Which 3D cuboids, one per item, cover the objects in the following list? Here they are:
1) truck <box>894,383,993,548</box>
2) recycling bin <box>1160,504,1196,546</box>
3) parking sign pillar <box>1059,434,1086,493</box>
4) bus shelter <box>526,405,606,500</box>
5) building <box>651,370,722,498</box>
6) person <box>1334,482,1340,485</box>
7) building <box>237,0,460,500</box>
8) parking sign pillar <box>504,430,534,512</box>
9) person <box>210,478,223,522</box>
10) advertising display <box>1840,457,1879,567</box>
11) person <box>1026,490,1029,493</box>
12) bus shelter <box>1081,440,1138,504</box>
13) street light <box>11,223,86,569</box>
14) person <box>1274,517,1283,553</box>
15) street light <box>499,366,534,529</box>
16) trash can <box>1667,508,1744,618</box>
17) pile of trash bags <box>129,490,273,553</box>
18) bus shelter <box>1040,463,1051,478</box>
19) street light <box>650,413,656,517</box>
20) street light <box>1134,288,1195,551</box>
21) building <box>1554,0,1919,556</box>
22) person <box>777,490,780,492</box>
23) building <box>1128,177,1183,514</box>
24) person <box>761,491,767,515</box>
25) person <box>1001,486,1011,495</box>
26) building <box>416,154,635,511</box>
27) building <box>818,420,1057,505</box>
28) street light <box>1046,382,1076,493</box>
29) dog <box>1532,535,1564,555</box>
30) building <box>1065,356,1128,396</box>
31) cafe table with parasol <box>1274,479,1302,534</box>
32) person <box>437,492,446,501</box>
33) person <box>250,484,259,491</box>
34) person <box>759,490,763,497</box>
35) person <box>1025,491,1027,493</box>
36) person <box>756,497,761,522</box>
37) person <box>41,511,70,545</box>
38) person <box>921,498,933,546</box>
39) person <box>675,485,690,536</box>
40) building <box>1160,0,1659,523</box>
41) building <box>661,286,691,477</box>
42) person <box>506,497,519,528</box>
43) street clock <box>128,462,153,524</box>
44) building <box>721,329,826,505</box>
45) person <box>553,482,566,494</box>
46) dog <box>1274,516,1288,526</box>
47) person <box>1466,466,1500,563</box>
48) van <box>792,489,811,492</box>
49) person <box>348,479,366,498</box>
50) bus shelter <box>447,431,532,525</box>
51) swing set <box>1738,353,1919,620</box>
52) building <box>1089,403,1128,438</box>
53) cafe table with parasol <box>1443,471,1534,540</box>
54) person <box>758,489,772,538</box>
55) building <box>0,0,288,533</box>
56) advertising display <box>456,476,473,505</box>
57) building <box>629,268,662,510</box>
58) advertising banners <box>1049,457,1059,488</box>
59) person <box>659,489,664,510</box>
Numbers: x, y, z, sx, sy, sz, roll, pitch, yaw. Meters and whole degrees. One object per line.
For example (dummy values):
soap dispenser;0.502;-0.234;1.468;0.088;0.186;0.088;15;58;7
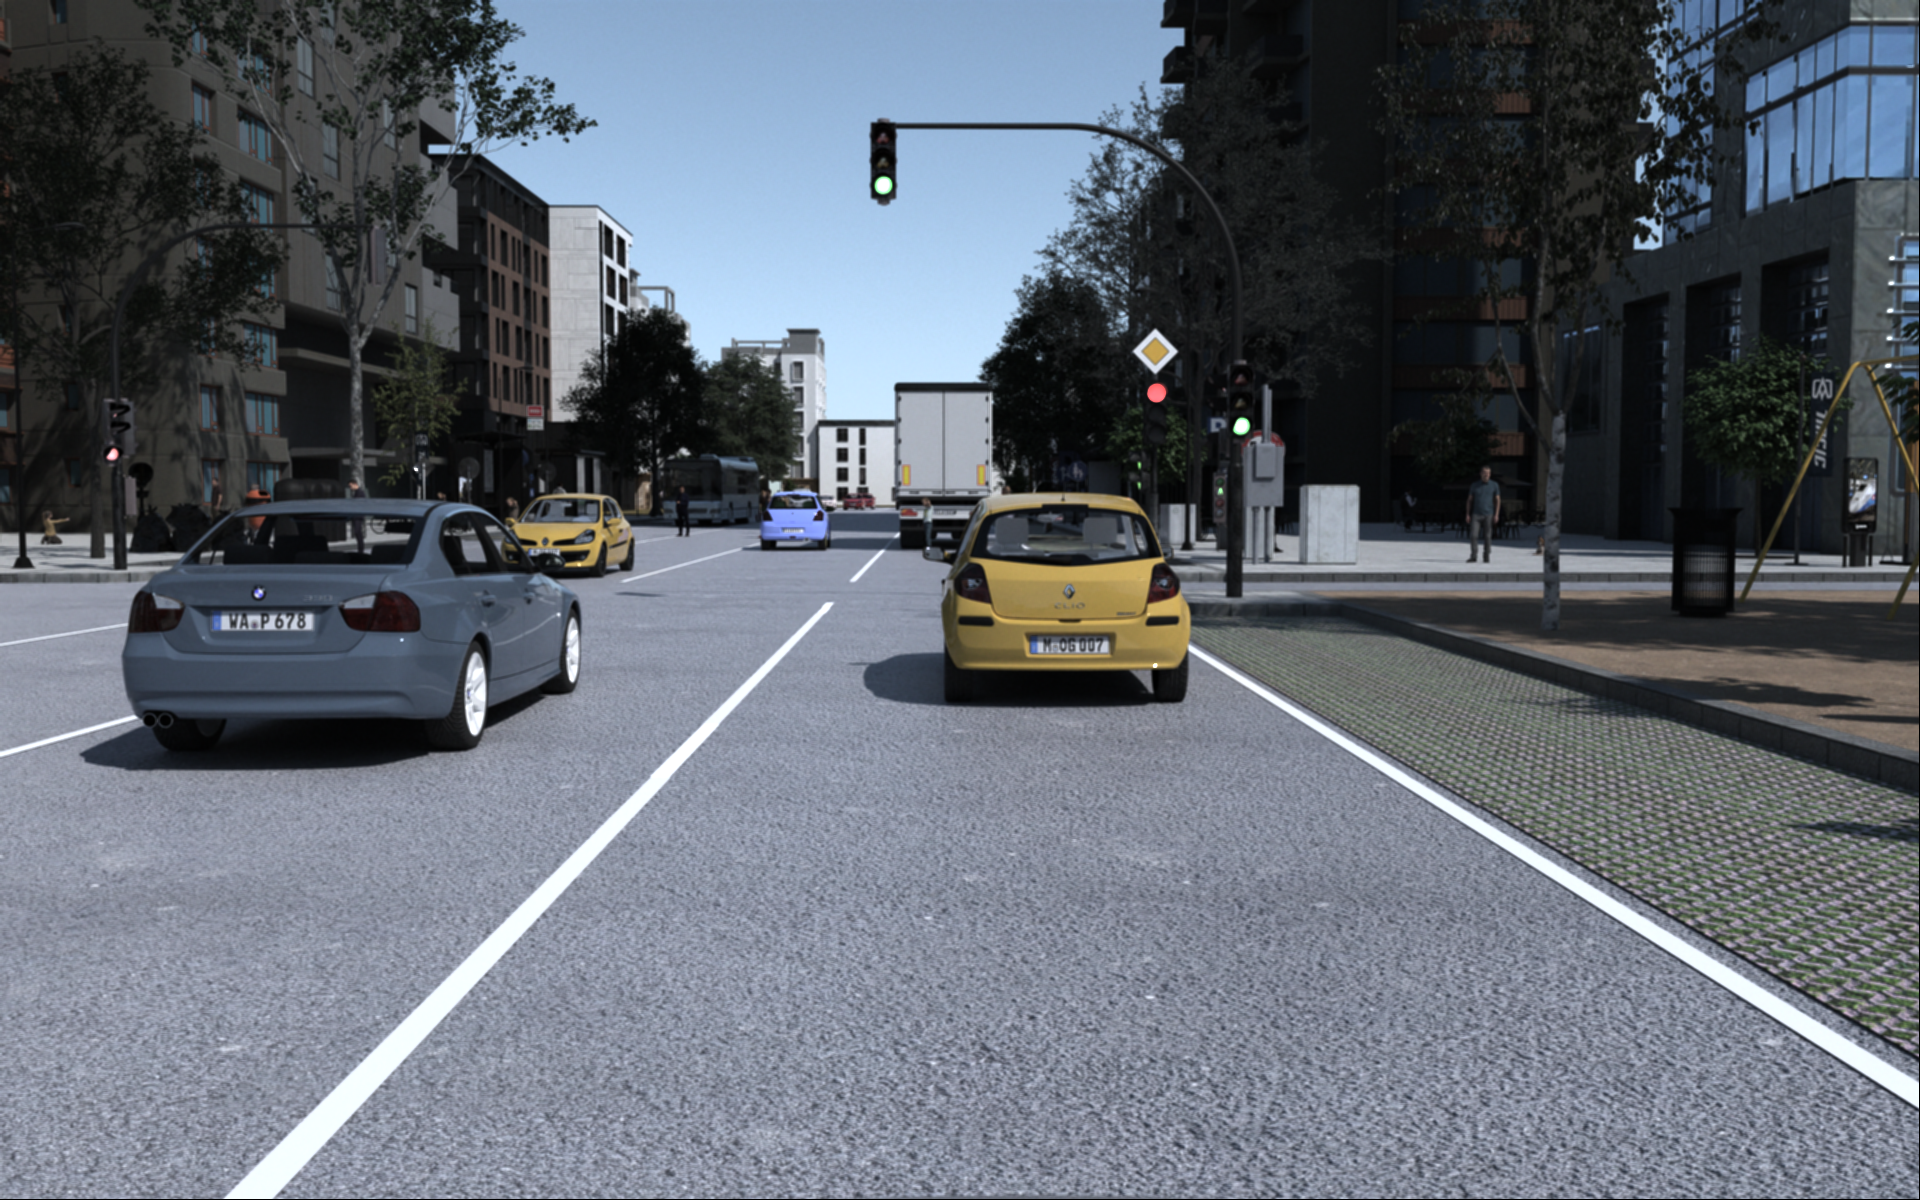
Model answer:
truck;-0.440;-3.685;49.171;2.839;4.237;11.283;0;4;0
recycling bin;5.446;-1.883;43.339;0.722;1.027;0.722;-1;4;-12
parking sign pillar;5.047;-5.466;77.840;1.447;3.967;1.447;-3;5;-44
bus shelter;-18.426;-6.301;80.653;2.179;5.291;8.768;0;4;-1
building;-43.342;-20.687;204.697;31.486;18.905;16.747;0;4;-1
person;14.574;-3.686;67.027;0.841;1.734;0.376;2;4;34
building;-39.243;-29.894;78.006;28.713;52.752;27.495;0;4;-1
parking sign pillar;-18.653;-5.175;73.078;1.447;3.967;1.447;1;4;15
person;-23.949;-3.028;55.683;0.434;1.807;0.598;-2;4;-32
advertising display;15.832;-1.546;30.497;0.974;1.923;0.123;-2;4;-34
person;5.944;-9.017;153.337;0.709;1.838;0.599;1;4;16
bus shelter;5.948;-4.524;67.888;2.014;3.302;5.546;0;4;-1
street light;-15.663;-3.501;29.784;1.470;5.913;1.316;0;4;-1
person;6.742;-1.805;37.760;0.499;1.552;0.429;-2;4;-35
street light;-16.159;-5.532;62.986;1.470;5.913;1.316;0;4;-1
trash can;7.781;-0.395;18.119;0.748;1.137;0.748;0;3;0
pile of trash bags;-16.950;-1.806;39.286;1.912;1.369;3.447;1;4;20
bus shelter;5.665;-6.545;100.934;2.014;3.302;5.546;0;4;-1
street light;-16.575;-7.580;96.476;1.470;5.913;1.316;0;4;-1
street light;4.620;-4.074;39.149;1.470;5.913;1.316;0;4;-1
building;33.722;-44.770;44.658;31.000;86.520;22.319;0;4;-1
person;-14.785;-8.060;141.003;1.217;1.735;0.721;-1;4;-11
building;26.108;-17.395;128.386;27.936;21.610;32.646;0;4;-1
person;-7.083;-3.213;63.296;0.388;1.546;0.482;0;4;-8
person;0.814;-1.268;31.294;0.516;1.574;0.319;-2;4;-34
building;-39.490;-16.913;120.510;27.936;21.610;32.646;0;4;-1
building;-2.132;-15.835;201.051;28.070;9.664;9.099;0;4;-1
street light;4.238;-6.075;71.873;1.470;5.913;1.316;0;4;-1
dog;12.411;-1.148;36.507;0.748;0.427;0.550;0;4;6
building;27.609;-20.642;203.949;31.486;18.905;16.747;0;4;-1
cafe table with parasol;9.913;-3.131;56.063;2.610;1.966;2.610;0;4;2
person;-18.978;-3.275;63.492;0.435;1.345;0.340;1;4;21
person;-18.315;-2.239;44.867;0.471;1.553;0.569;2;4;28
person;-20.358;-10.530;179.001;1.217;1.735;0.721;-2;4;-33
person;4.409;-7.054;121.346;1.348;1.831;0.705;-2;4;-26
person;-10.431;-4.729;89.729;0.340;1.345;0.435;1;4;15
person;-23.169;-1.855;44.304;0.347;0.859;0.695;1;4;20
person;-0.818;-1.872;43.014;0.340;1.345;0.435;-3;4;-36
person;-9.444;-3.026;58.683;0.576;1.737;0.504;1;4;21
building;22.099;-26.591;89.390;22.147;44.769;28.867;0;4;-1
building;-31.815;-18.825;164.200;11.380;20.091;16.016;0;4;-1
person;-11.254;-1.908;43.613;0.435;1.345;0.340;2;4;32
street clock;-18.769;-2.150;39.730;0.471;2.002;0.358;-3;5;-44
building;-21.906;-21.292;204.538;11.380;20.091;16.016;0;4;-1
person;-16.844;-4.105;73.308;0.875;1.805;0.789;1;4;16
dog;11.188;-2.698;60.950;0.540;0.507;0.406;-2;4;-30
person;9.799;-1.611;32.504;0.598;1.807;0.434;2;4;33
van;-11.946;-7.523;130.016;2.013;2.044;4.112;0;4;-1
person;-13.836;-1.867;39.481;0.568;1.767;0.683;-2;4;-34
bus shelter;-18.158;-4.639;67.129;1.731;3.624;6.357;0;4;-1
swing set;10.747;-1.323;19.255;2.862;2.851;3.119;0;4;-5
building;16.244;-13.281;159.292;9.099;9.664;28.070;0;4;-1
cafe table with parasol;15.017;-2.713;49.227;2.610;1.966;2.610;0;4;7
person;-6.252;-2.819;56.455;0.662;1.594;0.647;-1;4;-14
building;-39.083;-12.565;50.471;27.650;21.520;28.899;0;4;-1
advertising display;-17.500;-3.422;61.165;0.123;1.923;0.974;1;4;13
building;-33.858;-17.538;143.173;16.016;20.091;11.380;0;4;-1
advertising banners;5.166;-5.163;80.595;2.074;3.025;0.090;1;4;12
person;-24.316;-8.254;141.939;0.756;1.711;0.436;2;4;26
